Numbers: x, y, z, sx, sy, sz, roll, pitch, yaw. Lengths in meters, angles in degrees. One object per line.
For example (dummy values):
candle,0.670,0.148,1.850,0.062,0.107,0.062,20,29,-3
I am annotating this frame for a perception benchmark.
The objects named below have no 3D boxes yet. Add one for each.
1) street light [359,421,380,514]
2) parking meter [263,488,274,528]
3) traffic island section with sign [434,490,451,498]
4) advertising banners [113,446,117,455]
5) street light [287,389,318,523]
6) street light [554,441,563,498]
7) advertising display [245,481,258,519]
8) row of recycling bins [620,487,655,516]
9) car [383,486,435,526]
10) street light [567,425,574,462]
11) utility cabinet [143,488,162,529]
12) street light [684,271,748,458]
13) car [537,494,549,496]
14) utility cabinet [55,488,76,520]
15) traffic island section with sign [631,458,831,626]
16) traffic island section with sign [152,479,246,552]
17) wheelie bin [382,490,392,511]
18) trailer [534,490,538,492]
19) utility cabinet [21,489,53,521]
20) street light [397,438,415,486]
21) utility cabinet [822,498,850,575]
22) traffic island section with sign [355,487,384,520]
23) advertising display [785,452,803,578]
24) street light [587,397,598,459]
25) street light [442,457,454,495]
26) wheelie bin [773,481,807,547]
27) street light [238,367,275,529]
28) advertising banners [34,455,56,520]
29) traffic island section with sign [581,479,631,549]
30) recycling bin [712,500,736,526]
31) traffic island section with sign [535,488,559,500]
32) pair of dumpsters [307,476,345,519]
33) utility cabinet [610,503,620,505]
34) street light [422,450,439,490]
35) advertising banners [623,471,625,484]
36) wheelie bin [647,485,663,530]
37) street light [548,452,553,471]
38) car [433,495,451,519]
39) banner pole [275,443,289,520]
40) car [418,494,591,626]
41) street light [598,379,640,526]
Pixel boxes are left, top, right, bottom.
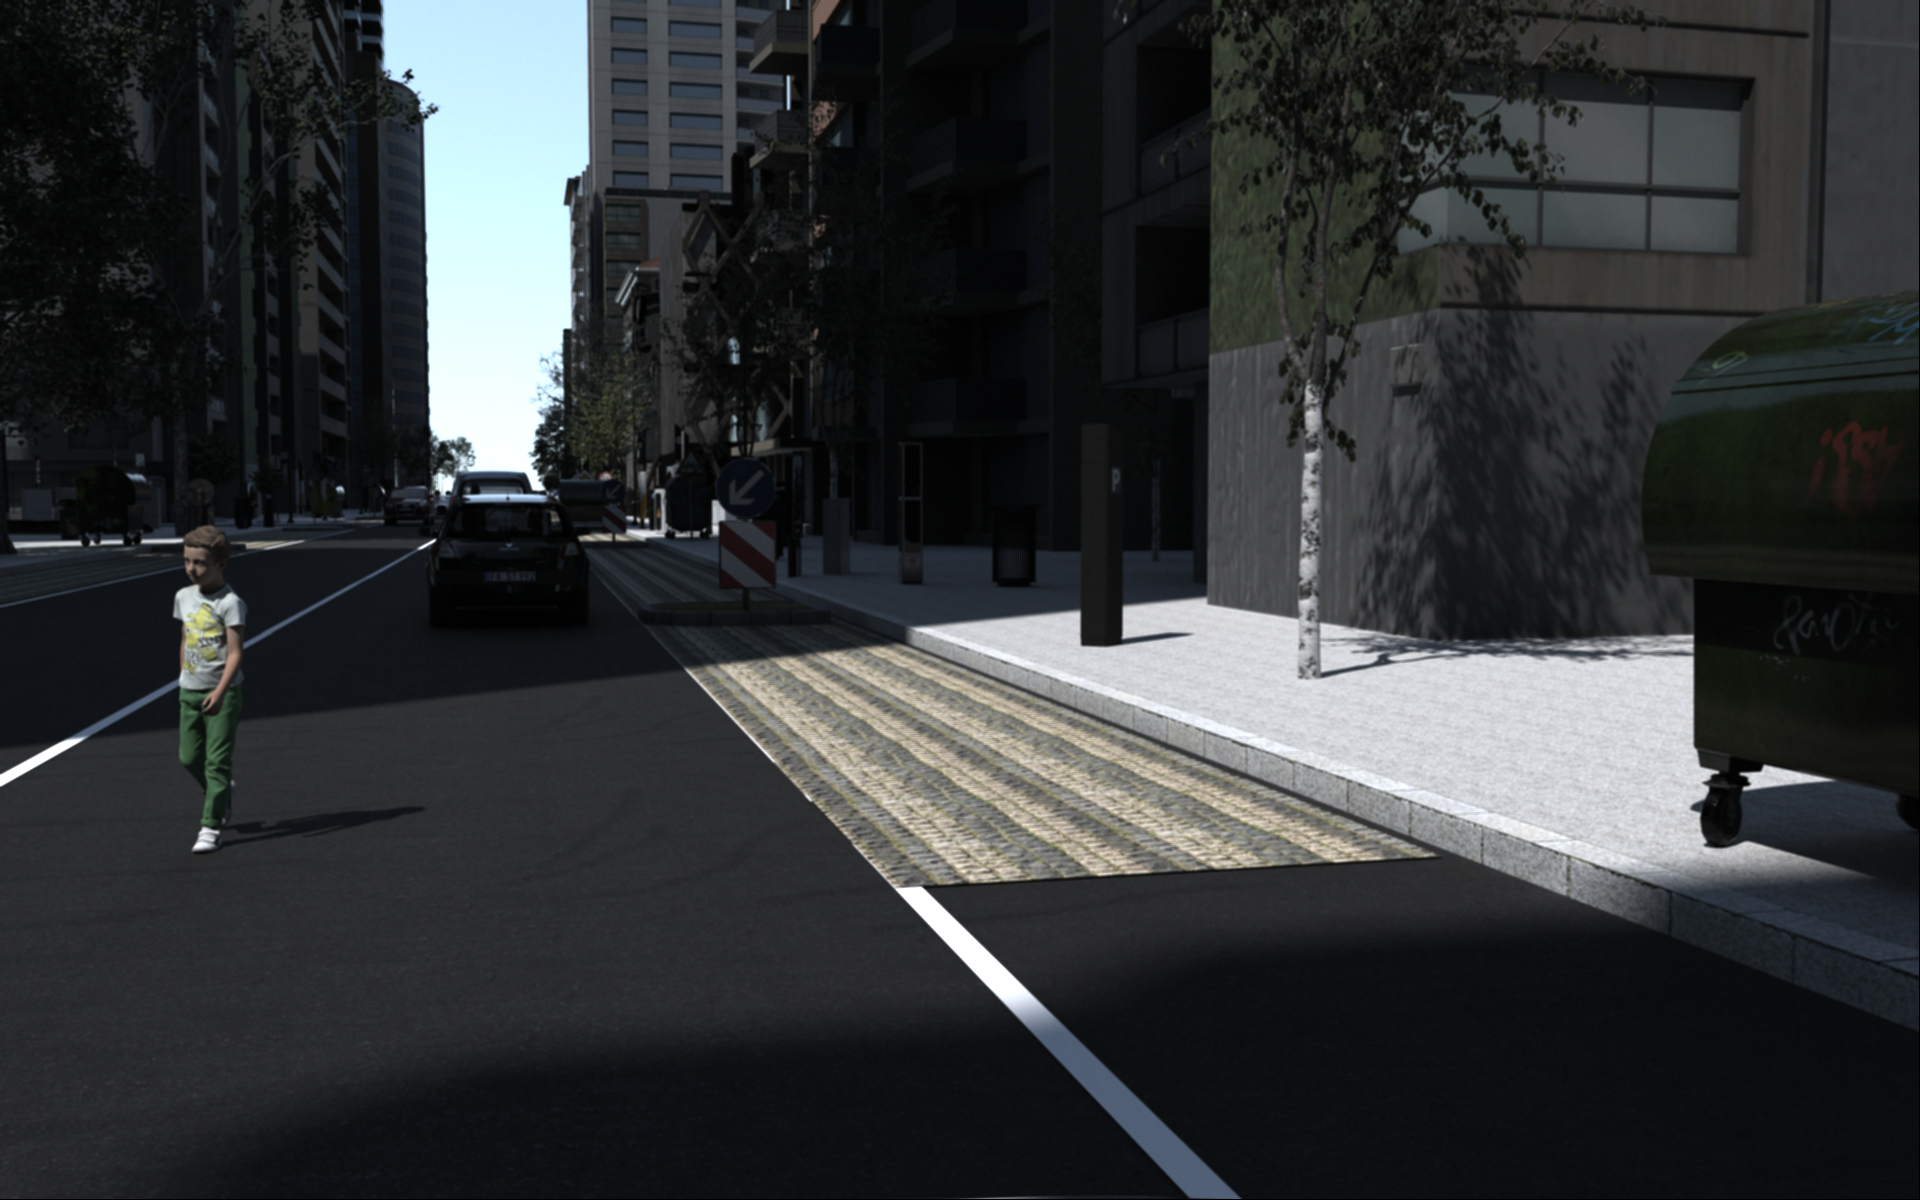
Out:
street light,-37.631,-8.427,110.326,1.470,5.913,1.316,-1,4,-14
parking meter,-26.580,-3.558,66.577,0.372,1.533,0.369,0,3,0
traffic island section with sign,-51.762,-9.978,171.774,1.989,1.847,2.006,-1,4,-14
advertising banners,-30.630,-4.054,62.471,0.090,3.025,2.074,-1,4,-13
street light,-28.942,-6.341,76.211,1.470,5.913,1.316,-1,4,-14
street light,-35.803,-11.279,156.949,1.470,5.913,1.316,-1,4,-14
advertising display,-36.370,-5.118,88.894,0.123,1.923,0.974,1,4,8
row of recycling bins,-18.930,-5.731,100.814,3.534,1.692,1.069,-3,4,-37
car,-25.638,-4.406,80.703,2.281,1.827,5.304,-1,4,-14
street light,-25.680,-8.837,117.027,1.470,5.913,1.316,-1,4,-14
utility cabinet,-29.857,-3.340,63.289,1.173,1.500,0.318,0,4,-6
street light,-5.049,-3.900,36.312,1.470,5.913,1.316,-1,4,-14
car,-47.132,-11.416,195.452,1.959,1.807,4.718,-1,4,-14
utility cabinet,-32.468,-3.333,63.172,0.318,1.500,1.173,1,4,8
traffic island section with sign,-2.620,-0.672,19.615,1.989,1.847,2.006,-1,4,-14
traffic island section with sign,-19.148,-2.142,43.648,1.989,1.847,2.006,-1,4,-14
wheelie bin,-43.366,-7.553,131.396,0.980,1.594,0.693,-2,4,-27
trailer,-67.952,-16.499,276.814,1.471,1.999,3.904,-1,4,-12
utility cabinet,-40.076,-4.068,75.187,0.318,1.500,1.173,2,4,34
street light,-47.505,-10.791,148.966,1.470,5.913,1.316,-1,4,-14
utility cabinet,-2.002,-1.030,28.009,0.306,1.237,1.020,0,4,5
traffic island section with sign,-32.597,-5.376,96.531,1.989,1.847,2.006,-1,4,-14
advertising display,-2.582,-1.332,26.994,0.123,1.923,0.974,0,4,4
street light,-17.051,-6.769,83.207,1.470,5.913,1.316,-1,4,-14
street light,-68.063,-15.719,229.539,1.470,5.913,1.316,-1,4,-14
wheelie bin,-4.200,-2.087,42.030,0.980,1.594,0.693,0,4,1
street light,-25.701,-5.548,63.251,1.470,5.913,1.316,-1,4,-14
advertising banners,-41.556,-5.060,78.918,0.090,3.025,2.074,0,4,3
traffic island section with sign,-9.378,-2.296,46.160,1.989,1.847,2.006,-1,4,-14
recycling bin,-9.649,-3.566,70.866,0.722,1.027,0.722,2,4,35
traffic island section with sign,-29.750,-7.189,126.162,1.989,1.847,2.006,-1,4,-14
pair of dumpsters,-33.389,-5.424,91.182,1.574,2.255,4.437,-1,4,-14
utility cabinet,-19.241,-5.142,95.237,1.020,1.237,0.306,-3,4,-36
street light,-56.137,-12.861,182.812,1.470,5.913,1.316,-1,4,-14
advertising banners,-25.336,-8.163,129.657,0.090,3.025,2.074,0,4,3
wheelie bin,-10.740,-3.287,61.645,0.693,1.594,0.980,-2,4,-32
street light,-44.502,-13.385,191.382,1.470,5.913,1.316,-1,4,-14
car,-29.301,-5.291,98.865,2.083,1.381,4.827,-1,4,-15
banner pole,-33.211,-5.799,84.836,0.863,3.779,0.401,-2,4,-25
car,-5.311,-0.643,20.298,2.009,1.686,4.222,-1,4,-15
street light,-13.734,-5.968,70.119,1.470,5.913,1.316,-1,4,-14
